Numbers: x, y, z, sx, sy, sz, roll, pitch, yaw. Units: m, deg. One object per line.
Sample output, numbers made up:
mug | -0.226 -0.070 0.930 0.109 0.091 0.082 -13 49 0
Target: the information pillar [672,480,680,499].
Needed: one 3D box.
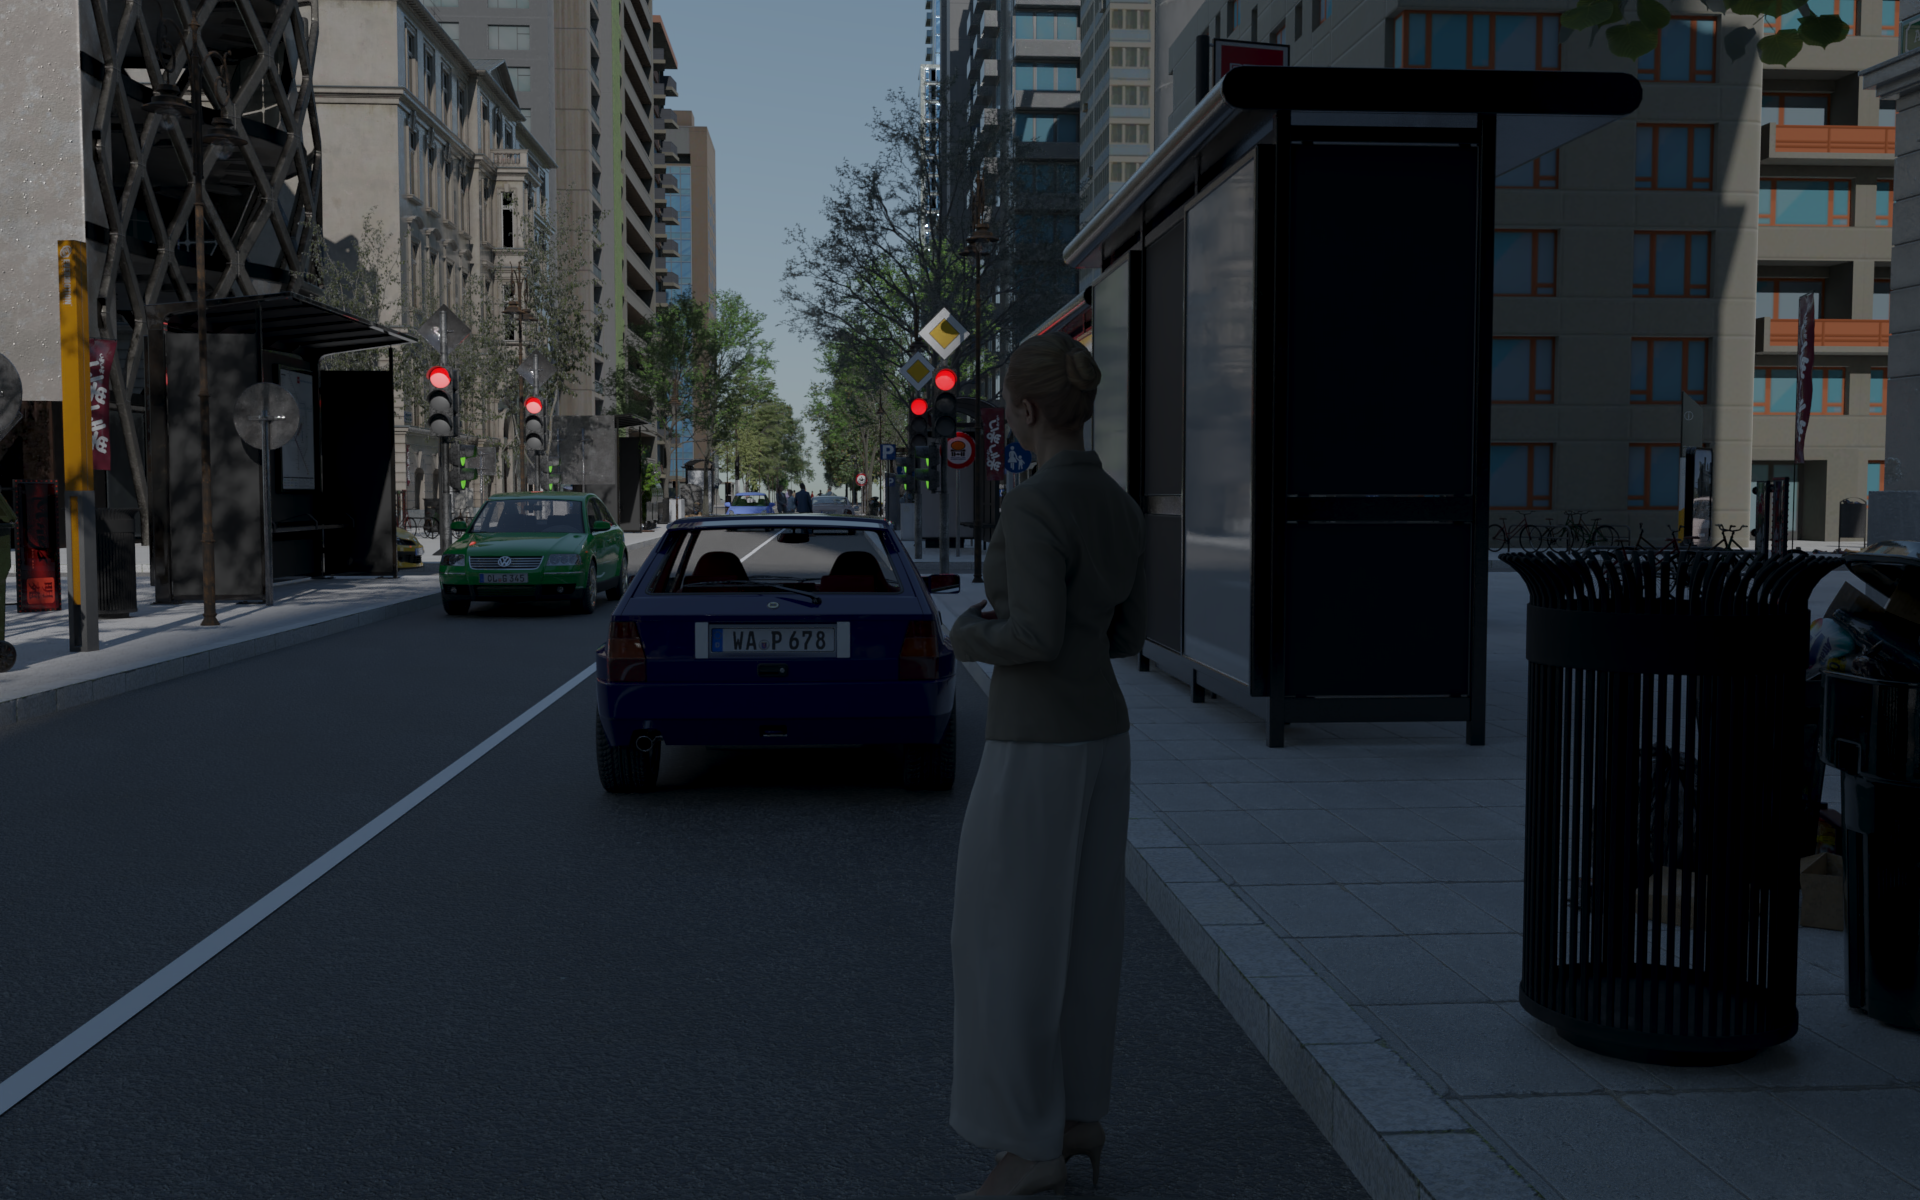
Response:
information pillar | -15.022 -5.327 91.580 0.304 2.012 0.304 1 4 21

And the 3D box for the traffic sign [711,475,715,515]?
traffic sign | -15.556 -6.629 108.482 0.768 2.556 0.104 0 4 -3

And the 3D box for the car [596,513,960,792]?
car | -0.943 0.176 9.698 1.945 1.354 3.894 0 4 -3

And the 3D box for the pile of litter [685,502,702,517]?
pile of litter | -14.371 -4.928 94.534 1.719 0.858 1.176 1 4 15

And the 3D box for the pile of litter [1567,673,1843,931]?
pile of litter | 2.757 0.517 5.517 1.719 0.858 1.176 0 4 2

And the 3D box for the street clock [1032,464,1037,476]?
street clock | 1.964 -2.291 42.027 0.358 2.002 0.471 -2 4 -32

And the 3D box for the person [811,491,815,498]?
person | -18.145 -12.527 213.255 0.705 1.831 1.348 -2 4 -28

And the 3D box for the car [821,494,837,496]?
car | -10.311 -7.612 136.258 2.131 1.459 4.920 0 4 -3

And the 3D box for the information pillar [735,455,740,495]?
information pillar | -13.232 -6.825 102.951 0.183 3.616 0.504 -2 4 -32

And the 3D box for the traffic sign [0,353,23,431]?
traffic sign | -8.484 -0.911 15.002 0.768 2.556 0.104 0 4 5

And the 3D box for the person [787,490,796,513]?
person | -6.409 -3.384 65.637 0.330 1.601 0.589 -2 4 -27

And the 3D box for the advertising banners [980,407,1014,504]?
advertising banners | 1.376 -2.350 34.615 2.074 3.025 0.090 1 4 22

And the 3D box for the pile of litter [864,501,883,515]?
pile of litter | -5.067 -5.596 105.464 1.719 0.858 1.176 -1 4 -17

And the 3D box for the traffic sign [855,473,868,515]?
traffic sign | -6.063 -6.531 106.880 0.768 2.556 0.104 0 4 2

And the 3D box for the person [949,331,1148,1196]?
person | 0.161 0.334 3.582 0.362 1.759 0.519 2 4 33

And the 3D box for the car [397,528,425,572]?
car | -11.124 -1.162 29.224 3.980 1.641 2.015 0 4 -3

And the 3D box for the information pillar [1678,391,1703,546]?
information pillar | 16.624 -2.941 39.435 0.504 3.616 0.183 0 4 -2

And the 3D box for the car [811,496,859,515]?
car | -4.640 -3.030 61.897 2.083 1.381 4.827 0 4 -3

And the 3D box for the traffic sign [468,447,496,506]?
traffic sign | -10.393 -2.172 37.646 0.606 2.300 0.079 0 4 1

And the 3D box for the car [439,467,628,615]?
car | -5.338 -0.810 22.035 1.959 1.807 4.718 0 4 -3

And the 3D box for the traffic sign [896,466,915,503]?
traffic sign | -1.948 -3.882 63.571 0.768 2.556 0.104 0 4 2

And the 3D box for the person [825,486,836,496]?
person | -6.745 -4.939 89.244 0.794 1.824 0.713 1 4 13

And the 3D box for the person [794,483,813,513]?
person | -5.232 -3.034 58.286 0.721 1.800 0.419 0 4 6

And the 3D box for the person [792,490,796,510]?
person | -15.363 -9.294 160.460 1.348 1.823 0.705 -3 5 -40

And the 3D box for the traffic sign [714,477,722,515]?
traffic sign | -15.143 -6.511 107.642 0.795 2.450 0.064 0 4 -3

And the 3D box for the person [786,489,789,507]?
person | -14.479 -8.472 146.892 0.599 1.838 0.709 -2 4 -24

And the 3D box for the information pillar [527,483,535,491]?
information pillar | -18.460 -4.298 74.760 0.304 2.012 0.304 1 4 12

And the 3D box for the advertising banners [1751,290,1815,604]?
advertising banners | 7.566 -1.209 15.961 0.090 3.025 2.074 1 4 14

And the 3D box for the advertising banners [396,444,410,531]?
advertising banners | -19.170 -3.883 59.677 0.090 3.025 2.074 0 4 -4

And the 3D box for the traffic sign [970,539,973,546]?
traffic sign | 0.286 -2.590 42.358 0.884 2.594 0.081 0 4 -1

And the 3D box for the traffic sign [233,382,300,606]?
traffic sign | -7.928 -1.205 19.808 0.768 2.556 0.104 0 4 1

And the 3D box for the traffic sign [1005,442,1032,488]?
traffic sign | 1.377 -2.599 42.592 0.768 2.556 0.104 0 4 0

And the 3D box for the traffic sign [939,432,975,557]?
traffic sign | -0.039 -2.157 35.369 0.768 2.556 0.104 0 4 0

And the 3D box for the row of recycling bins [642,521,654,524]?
row of recycling bins | -13.935 -4.211 75.960 1.069 1.692 3.534 0 4 -3

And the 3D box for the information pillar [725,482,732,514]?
information pillar | -13.867 -6.066 103.672 0.304 2.012 0.304 -3 5 -39

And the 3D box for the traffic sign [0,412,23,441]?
traffic sign | -9.479 -0.957 16.832 0.795 2.450 0.064 0 4 4

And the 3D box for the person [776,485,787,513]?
person | -7.007 -3.683 68.996 0.573 1.790 0.520 2 4 28

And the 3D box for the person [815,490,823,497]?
person | -12.084 -8.648 149.914 1.348 1.822 0.705 -1 4 -17

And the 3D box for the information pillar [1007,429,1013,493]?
information pillar | 1.739 -4.201 60.041 0.183 3.616 0.504 1 4 21

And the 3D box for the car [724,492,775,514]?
car | -8.045 -3.485 66.577 1.945 1.707 3.694 0 4 -3

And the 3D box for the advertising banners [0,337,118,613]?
advertising banners | -10.050 -1.381 18.763 0.090 3.025 2.074 2 4 31
